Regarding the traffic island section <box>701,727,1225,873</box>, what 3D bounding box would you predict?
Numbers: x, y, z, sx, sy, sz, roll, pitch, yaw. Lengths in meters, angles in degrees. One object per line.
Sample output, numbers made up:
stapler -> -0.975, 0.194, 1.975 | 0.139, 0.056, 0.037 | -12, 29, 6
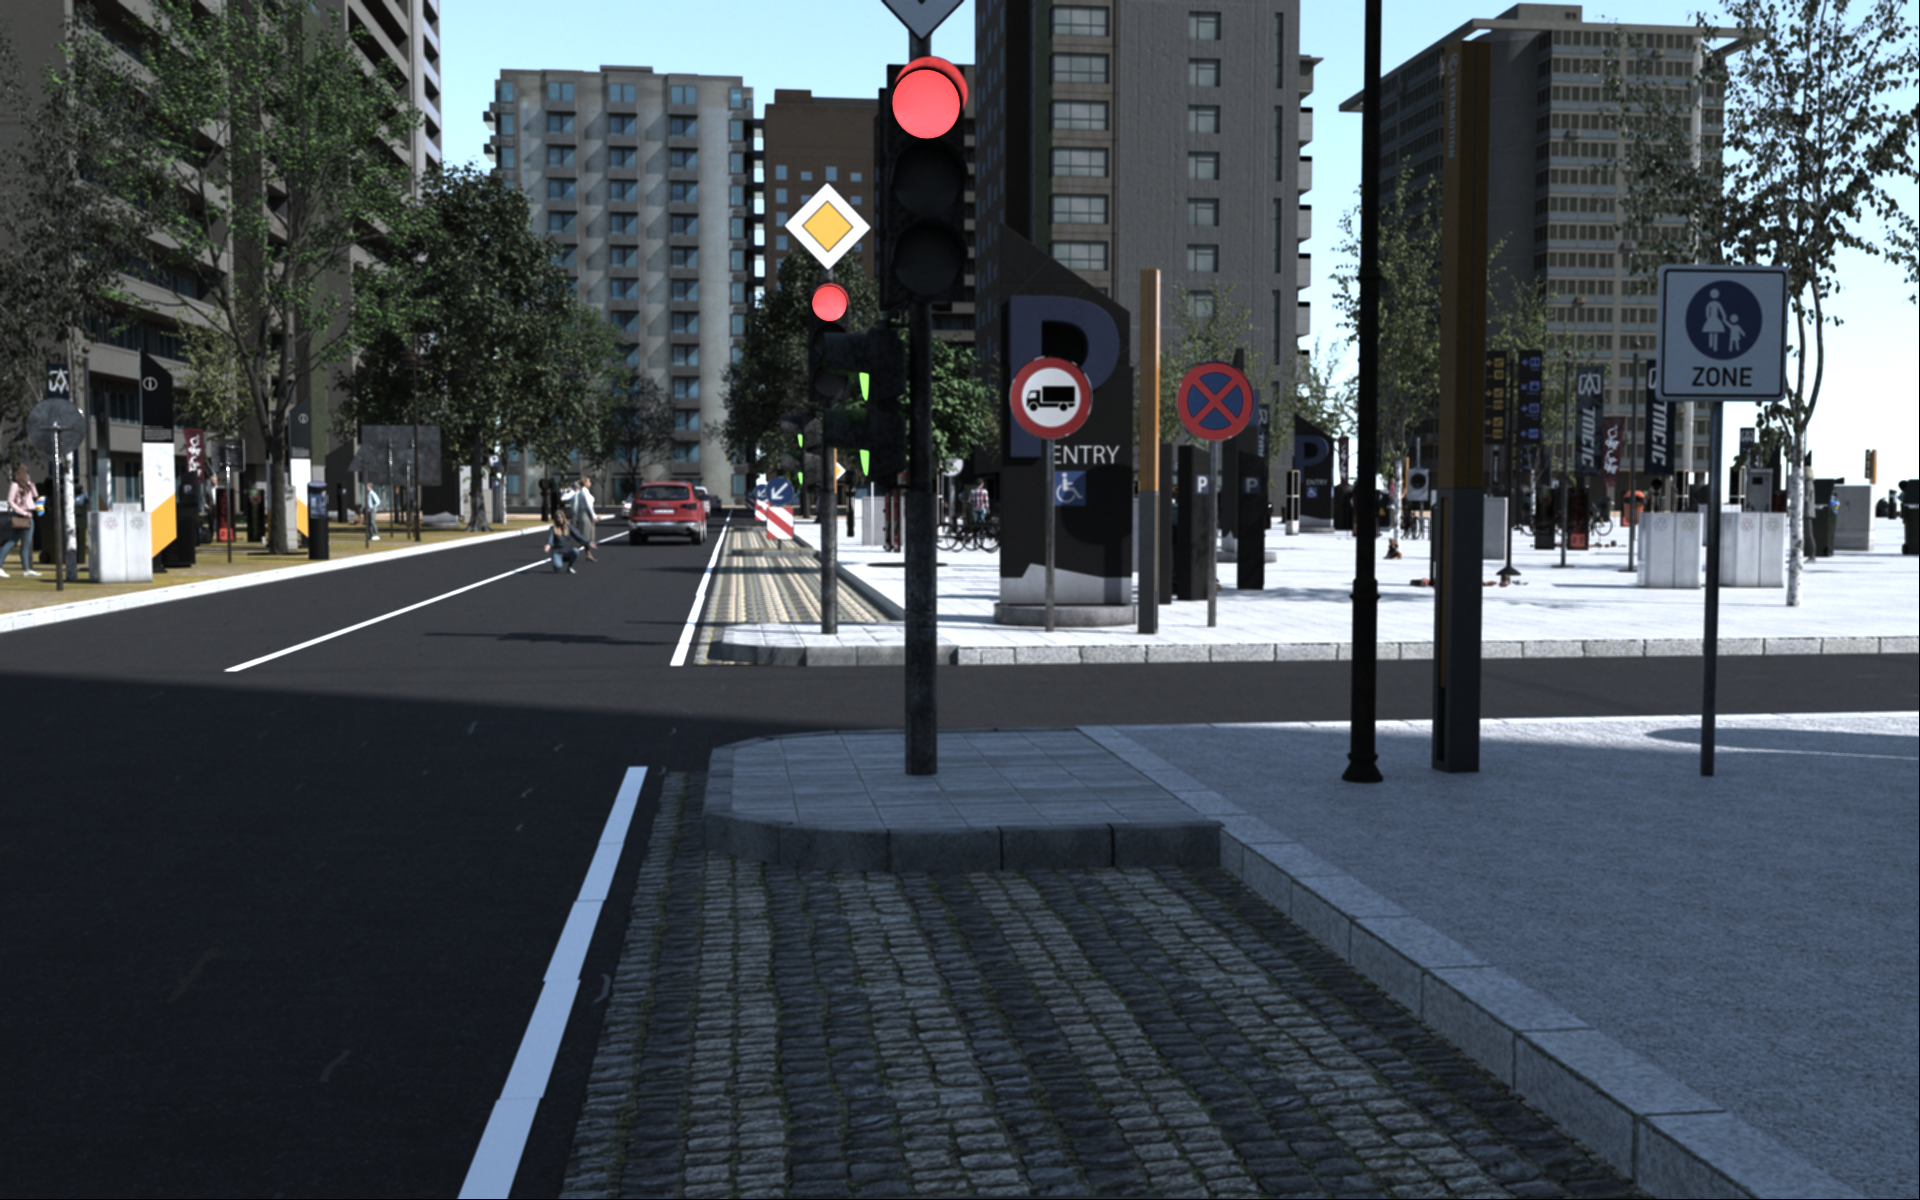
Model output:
traffic island section -> -0.157, 0.875, 7.967 | 2.009, 0.180, 2.903 | 0, 4, -7

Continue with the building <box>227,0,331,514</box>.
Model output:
building -> -42.942, -19.662, 93.182 | 14.160, 30.474, 14.107 | 0, 4, -7

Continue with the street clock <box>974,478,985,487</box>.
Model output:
street clock -> 0.855, -4.416, 76.775 | 0.471, 2.002, 0.358 | -1, 4, -15

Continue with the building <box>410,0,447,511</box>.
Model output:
building -> -55.647, -36.303, 135.552 | 28.212, 58.520, 21.231 | 0, 4, -7

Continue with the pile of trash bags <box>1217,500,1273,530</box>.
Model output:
pile of trash bags -> 10.451, -3.250, 62.889 | 1.912, 1.369, 3.447 | 0, 4, -7

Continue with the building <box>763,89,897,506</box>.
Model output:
building -> -14.850, -33.363, 195.588 | 14.200, 45.320, 14.600 | 0, 4, -7

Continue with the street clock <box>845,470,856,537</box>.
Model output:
street clock -> -3.280, -2.894, 51.895 | 0.358, 2.002, 0.471 | 0, 4, 6

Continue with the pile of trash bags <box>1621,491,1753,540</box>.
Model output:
pile of trash bags -> 20.099, -2.329, 47.839 | 3.447, 1.369, 1.912 | 1, 4, 13

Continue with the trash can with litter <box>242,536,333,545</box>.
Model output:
trash can with litter -> -16.977, -2.015, 43.998 | 2.233, 1.210, 1.678 | 2, 4, 26

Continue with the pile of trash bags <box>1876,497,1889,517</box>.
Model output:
pile of trash bags -> 50.755, -5.307, 96.517 | 1.912, 1.369, 3.447 | 2, 4, 25

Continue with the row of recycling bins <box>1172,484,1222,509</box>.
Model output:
row of recycling bins -> 9.851, -3.847, 70.018 | 1.069, 1.692, 3.534 | -3, 5, -43

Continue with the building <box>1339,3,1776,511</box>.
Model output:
building -> 46.503, -27.609, 143.296 | 23.993, 40.220, 32.217 | 0, 4, -7

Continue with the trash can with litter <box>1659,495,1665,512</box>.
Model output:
trash can with litter -> 37.662, -4.968, 92.287 | 1.678, 1.210, 2.233 | 3, 5, 45

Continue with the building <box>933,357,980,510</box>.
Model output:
building -> 10.417, -50.445, 137.453 | 22.319, 86.520, 31.000 | 0, 4, -7

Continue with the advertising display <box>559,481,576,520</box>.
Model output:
advertising display -> -19.487, -4.948, 86.116 | 0.974, 1.923, 0.123 | -3, 5, -41

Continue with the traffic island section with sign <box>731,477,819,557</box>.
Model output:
traffic island section with sign -> -4.319, -1.936, 40.285 | 1.989, 1.847, 2.006 | 0, 4, -7

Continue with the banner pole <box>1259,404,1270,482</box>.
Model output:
banner pole -> 7.196, -3.210, 42.502 | 0.863, 3.779, 0.401 | 2, 4, 28

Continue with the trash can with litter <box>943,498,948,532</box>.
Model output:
trash can with litter -> -0.901, -2.854, 58.053 | 1.055, 1.170, 0.624 | -3, 4, -38

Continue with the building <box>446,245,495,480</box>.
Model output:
building -> -58.973, -25.548, 189.416 | 14.107, 30.474, 14.160 | 0, 4, -7

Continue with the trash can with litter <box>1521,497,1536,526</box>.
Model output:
trash can with litter -> 23.129, -3.577, 69.869 | 0.624, 1.170, 1.055 | -1, 4, -21

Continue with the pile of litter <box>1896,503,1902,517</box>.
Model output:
pile of litter -> 53.178, -5.118, 97.638 | 1.719, 0.858, 1.176 | 2, 4, 35

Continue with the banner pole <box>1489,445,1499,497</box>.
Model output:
banner pole -> 21.050, -4.791, 68.347 | 0.401, 3.779, 0.863 | -1, 4, -14

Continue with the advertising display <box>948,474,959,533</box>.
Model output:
advertising display -> -0.228, -3.156, 56.812 | 0.123, 1.923, 0.974 | -1, 4, -15

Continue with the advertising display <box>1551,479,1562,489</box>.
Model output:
advertising display -> 26.415, -4.375, 76.746 | 0.123, 1.923, 0.974 | 0, 4, 0

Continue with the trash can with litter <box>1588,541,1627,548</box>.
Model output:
trash can with litter -> 15.302, -1.891, 41.979 | 2.233, 1.210, 1.678 | -1, 4, -11

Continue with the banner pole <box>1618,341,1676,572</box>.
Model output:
banner pole -> 11.286, -2.346, 28.380 | 0.863, 3.779, 0.401 | 1, 4, 19

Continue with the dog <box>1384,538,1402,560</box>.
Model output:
dog -> 8.515, -1.013, 34.301 | 0.550, 0.427, 0.748 | 3, 5, 40

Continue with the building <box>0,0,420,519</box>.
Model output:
building -> -47.640, -29.743, 109.995 | 21.300, 48.544, 21.600 | 0, 4, -7

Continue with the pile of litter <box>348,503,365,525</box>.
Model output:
pile of litter -> -24.956, -3.567, 72.290 | 1.176, 0.858, 1.719 | 0, 4, -7

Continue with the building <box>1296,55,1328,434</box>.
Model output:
building -> 27.268, -37.796, 207.202 | 27.495, 52.752, 28.713 | 0, 4, -7

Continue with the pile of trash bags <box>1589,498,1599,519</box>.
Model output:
pile of trash bags -> 30.924, -4.809, 88.374 | 3.447, 1.369, 1.912 | -2, 4, -32

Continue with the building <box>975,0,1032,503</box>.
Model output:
building -> 8.784, -28.466, 115.523 | 14.600, 45.320, 14.200 | 0, 4, -7

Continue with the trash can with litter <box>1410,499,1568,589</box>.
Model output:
trash can with litter -> 7.177, -0.803, 24.192 | 2.233, 1.210, 1.678 | -2, 4, -25

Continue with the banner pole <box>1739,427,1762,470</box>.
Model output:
banner pole -> 26.073, -4.099, 57.043 | 0.863, 3.779, 0.401 | 2, 4, 31

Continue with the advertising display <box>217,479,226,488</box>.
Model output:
advertising display -> -32.066, -4.277, 75.148 | 0.123, 1.923, 0.974 | 1, 4, 15

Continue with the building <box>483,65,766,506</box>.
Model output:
building -> -37.487, -35.281, 196.452 | 30.456, 49.044, 23.786 | 0, 4, -7

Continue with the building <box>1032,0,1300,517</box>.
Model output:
building -> 11.106, -25.573, 101.713 | 14.154, 41.232, 14.086 | 0, 4, -7

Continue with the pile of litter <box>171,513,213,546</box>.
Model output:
pile of litter -> -19.654, -1.831, 43.901 | 1.176, 0.858, 1.719 | 1, 4, 15

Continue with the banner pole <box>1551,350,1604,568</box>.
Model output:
banner pole -> 10.719, -2.445, 29.999 | 0.863, 3.779, 0.401 | 3, 4, 37

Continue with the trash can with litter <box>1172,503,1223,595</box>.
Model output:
trash can with litter -> 2.967, -0.664, 22.241 | 0.624, 1.170, 1.055 | -2, 4, -33

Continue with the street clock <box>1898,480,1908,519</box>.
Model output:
street clock -> 49.418, -5.271, 90.743 | 0.471, 2.002, 0.358 | 1, 4, 20

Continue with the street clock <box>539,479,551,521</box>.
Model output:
street clock -> -20.016, -4.841, 83.727 | 0.471, 2.002, 0.358 | -2, 4, -33

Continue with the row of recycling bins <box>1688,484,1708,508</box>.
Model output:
row of recycling bins -> 29.917, -3.875, 70.467 | 1.069, 1.692, 3.534 | 0, 4, 2

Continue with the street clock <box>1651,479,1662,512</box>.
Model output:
street clock -> 33.065, -4.750, 82.235 | 0.471, 2.002, 0.358 | 1, 4, 18

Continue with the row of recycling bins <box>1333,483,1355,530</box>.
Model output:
row of recycling bins -> 13.612, -3.424, 63.096 | 1.069, 1.692, 3.534 | -3, 4, -38

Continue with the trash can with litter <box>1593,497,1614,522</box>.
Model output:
trash can with litter -> 29.200, -4.113, 78.635 | 1.055, 1.170, 0.624 | -3, 5, -45

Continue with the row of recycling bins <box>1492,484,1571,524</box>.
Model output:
row of recycling bins -> 24.418, -4.082, 73.853 | 3.534, 1.692, 1.069 | 3, 4, 37

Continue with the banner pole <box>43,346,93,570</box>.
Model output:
banner pole -> -14.987, -2.403, 29.298 | 0.863, 3.779, 0.401 | -1, 4, -16

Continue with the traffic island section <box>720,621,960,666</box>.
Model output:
traffic island section -> -1.176, 0.391, 15.887 | 2.009, 0.180, 2.903 | 0, 4, -7

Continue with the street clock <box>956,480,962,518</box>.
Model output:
street clock -> -0.134, -5.265, 90.654 | 0.358, 2.002, 0.471 | -3, 4, -37

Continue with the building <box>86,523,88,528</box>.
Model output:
building -> -44.869, -27.449, 72.497 | 21.300, 48.544, 21.600 | 0, 4, -7

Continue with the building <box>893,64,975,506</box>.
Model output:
building -> 2.678, -35.232, 199.746 | 21.600, 48.544, 21.300 | 0, 4, -7

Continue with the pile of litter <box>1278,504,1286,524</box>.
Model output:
pile of litter -> 14.443, -3.761, 75.452 | 1.176, 0.858, 1.719 | 1, 4, 14
